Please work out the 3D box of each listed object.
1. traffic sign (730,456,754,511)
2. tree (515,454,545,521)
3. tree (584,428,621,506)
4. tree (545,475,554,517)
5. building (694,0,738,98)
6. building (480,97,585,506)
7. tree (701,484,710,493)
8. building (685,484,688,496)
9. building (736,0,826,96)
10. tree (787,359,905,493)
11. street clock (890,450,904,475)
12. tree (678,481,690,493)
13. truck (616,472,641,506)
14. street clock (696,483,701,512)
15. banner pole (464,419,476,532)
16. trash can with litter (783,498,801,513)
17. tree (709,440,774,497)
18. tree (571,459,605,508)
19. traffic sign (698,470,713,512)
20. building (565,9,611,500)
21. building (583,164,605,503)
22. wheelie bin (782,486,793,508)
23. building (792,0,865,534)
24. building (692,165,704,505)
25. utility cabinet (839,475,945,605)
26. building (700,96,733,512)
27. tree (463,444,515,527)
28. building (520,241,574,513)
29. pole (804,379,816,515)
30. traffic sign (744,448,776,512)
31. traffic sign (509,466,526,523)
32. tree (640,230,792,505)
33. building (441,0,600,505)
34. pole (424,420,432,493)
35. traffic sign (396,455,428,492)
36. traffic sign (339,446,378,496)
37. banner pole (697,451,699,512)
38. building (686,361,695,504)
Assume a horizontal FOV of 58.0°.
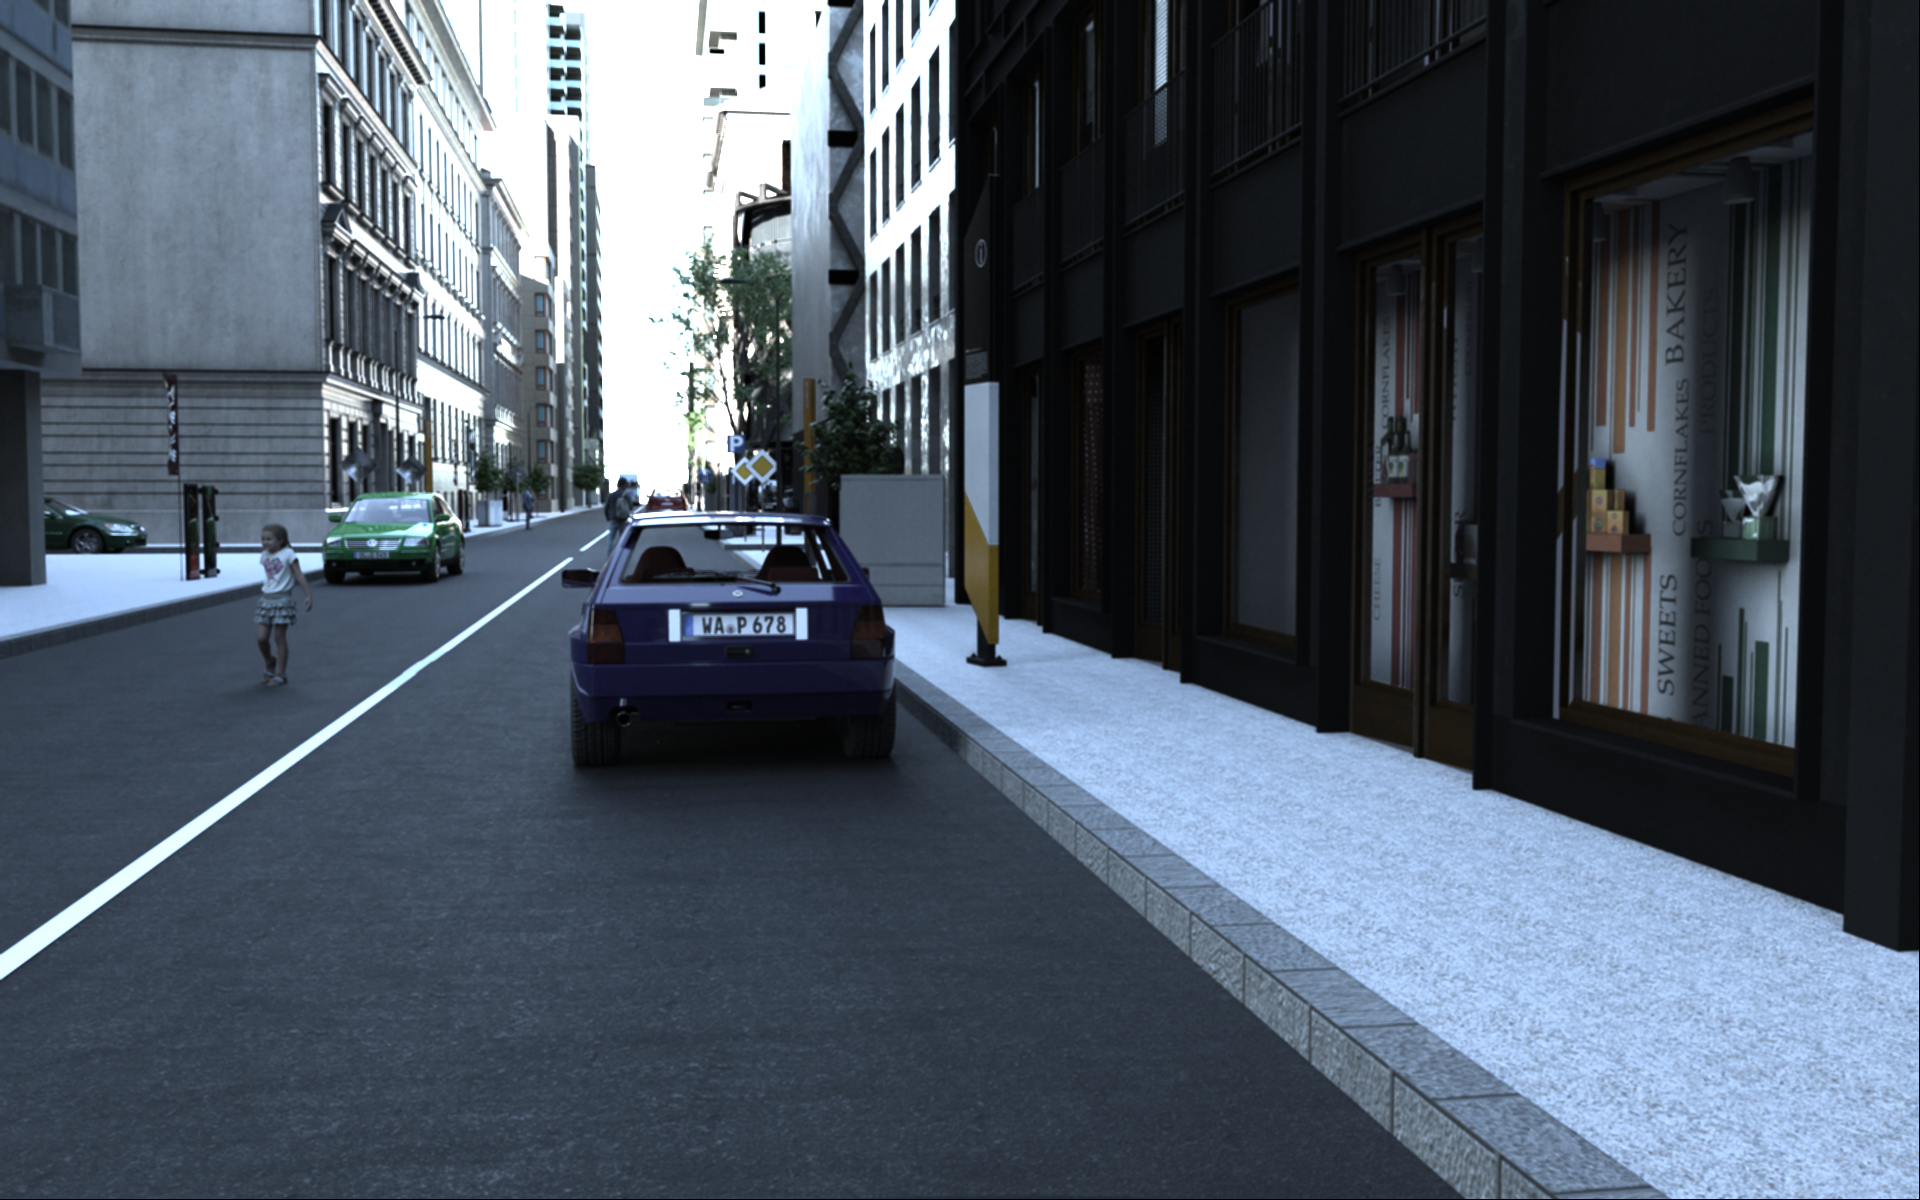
[{"bbox_3d":[-5.670,-2.571,45.685,0.795,2.450,0.064,-1,4,-10],"label":"traffic sign"},{"bbox_3d":[-21.031,-5.372,82.426,1.663,3.219,1.824,0,3,0],"label":"tree"},{"bbox_3d":[-40.044,-14.861,193.344,4.360,8.622,3.978,0,3,0],"label":"tree"},{"bbox_3d":[-23.054,-6.136,94.929,1.663,3.219,1.824,0,3,0],"label":"tree"},{"bbox_3d":[-13.001,-36.268,182.214,28.713,52.752,27.495,-1,4,-10],"label":"building"},{"bbox_3d":[-46.877,-30.414,180.870,14.154,41.232,14.086,-1,4,-10],"label":"building"},{"bbox_3d":[-17.541,-7.771,121.654,1.663,3.219,1.824,0,3,0],"label":"tree"},{"bbox_3d":[-26.739,-35.224,267.795,32.217,40.220,23.993,-1,4,-10],"label":"building"},{"bbox_3d":[-10.671,-51.333,151.960,22.319,86.520,31.000,-1,4,-10],"label":"building"},{"bbox_3d":[-1.665,-1.851,24.873,1.663,3.219,1.824,0,3,0],"label":"tree"},{"bbox_3d":[-1.065,-1.365,26.882,0.358,2.002,0.471,2,4,25],"label":"street clock"},{"bbox_3d":[-35.270,-13.844,220.951,1.663,3.219,1.824,0,3,0],"label":"tree"},{"bbox_3d":[-40.846,-13.707,213.861,2.967,4.110,18.799,-1,4,-10],"label":"truck"},{"bbox_3d":[-16.928,-6.568,111.960,0.358,2.002,0.471,0,4,-3],"label":"street clock"},{"bbox_3d":[-16.500,-4.183,58.411,0.401,3.779,0.863,1,4,10],"label":"banner pole"},{"bbox_3d":[-5.194,-2.636,54.493,0.624,1.170,1.055,-1,4,-21],"label":"trash can with litter"},{"bbox_3d":[-7.588,-4.101,61.652,1.663,3.219,1.824,0,3,0],"label":"tree"},{"bbox_3d":[-34.573,-10.832,160.814,4.285,4.588,4.351,0,3,0],"label":"tree"},{"bbox_3d":[-13.240,-5.505,90.109,0.768,2.556,0.104,0,4,-1],"label":"traffic sign"},{"bbox_3d":[-63.539,-50.290,260.490,20.563,71.187,20.611,-1,4,-10],"label":"building"},{"bbox_3d":[-60.658,-37.689,239.917,21.300,48.544,21.600,-1,4,-10],"label":"building"},{"bbox_3d":[-6.700,-3.771,69.565,0.980,1.594,0.693,1,4,16],"label":"wheelie bin"},{"bbox_3d":[3.538,-11.540,56.133,16.811,18.784,16.820,-1,4,-10],"label":"building"},{"bbox_3d":[-26.647,-32.745,218.969,14.154,41.232,14.086,-1,4,-10],"label":"building"},{"bbox_3d":[-0.761,-0.680,19.790,1.173,1.500,0.318,0,4,2],"label":"utility cabinet"},{"bbox_3d":[-12.368,-21.938,130.384,14.160,30.474,14.107,-1,4,-10],"label":"building"},{"bbox_3d":[-18.385,-4.445,67.278,1.663,3.219,1.824,0,3,0],"label":"tree"},{"bbox_3d":[-44.226,-17.461,130.525,27.650,21.520,28.899,-1,4,-10],"label":"building"},{"bbox_3d":[-2.662,-2.256,30.721,0.158,3.312,0.155,0,3,0],"label":"pole"},{"bbox_3d":[-4.309,-2.090,37.816,0.795,2.450,0.064,-1,4,-10],"label":"traffic sign"},{"bbox_3d":[-19.928,-4.765,78.014,0.768,2.556,0.104,0,4,-6],"label":"traffic sign"},{"bbox_3d":[-8.781,-8.751,68.840,9.928,11.665,9.643,0,3,0],"label":"tree"},{"bbox_3d":[-56.022,-55.061,212.917,22.319,86.520,31.000,-1,4,-10],"label":"building"},{"bbox_3d":[-14.663,-3.299,47.786,0.158,3.312,0.155,0,3,0],"label":"pole"},{"bbox_3d":[-13.995,-2.485,44.271,0.795,2.450,0.064,-1,4,-10],"label":"traffic sign"},{"bbox_3d":[-12.634,-2.004,36.402,0.795,2.450,0.064,-1,4,-10],"label":"traffic sign"},{"bbox_3d":[-15.374,-6.828,101.654,0.401,3.779,0.863,-1,4,-11],"label":"banner pole"},{"bbox_3d":[-24.017,-24.282,242.048,27.650,21.520,28.899,-1,4,-10],"label":"building"}]
